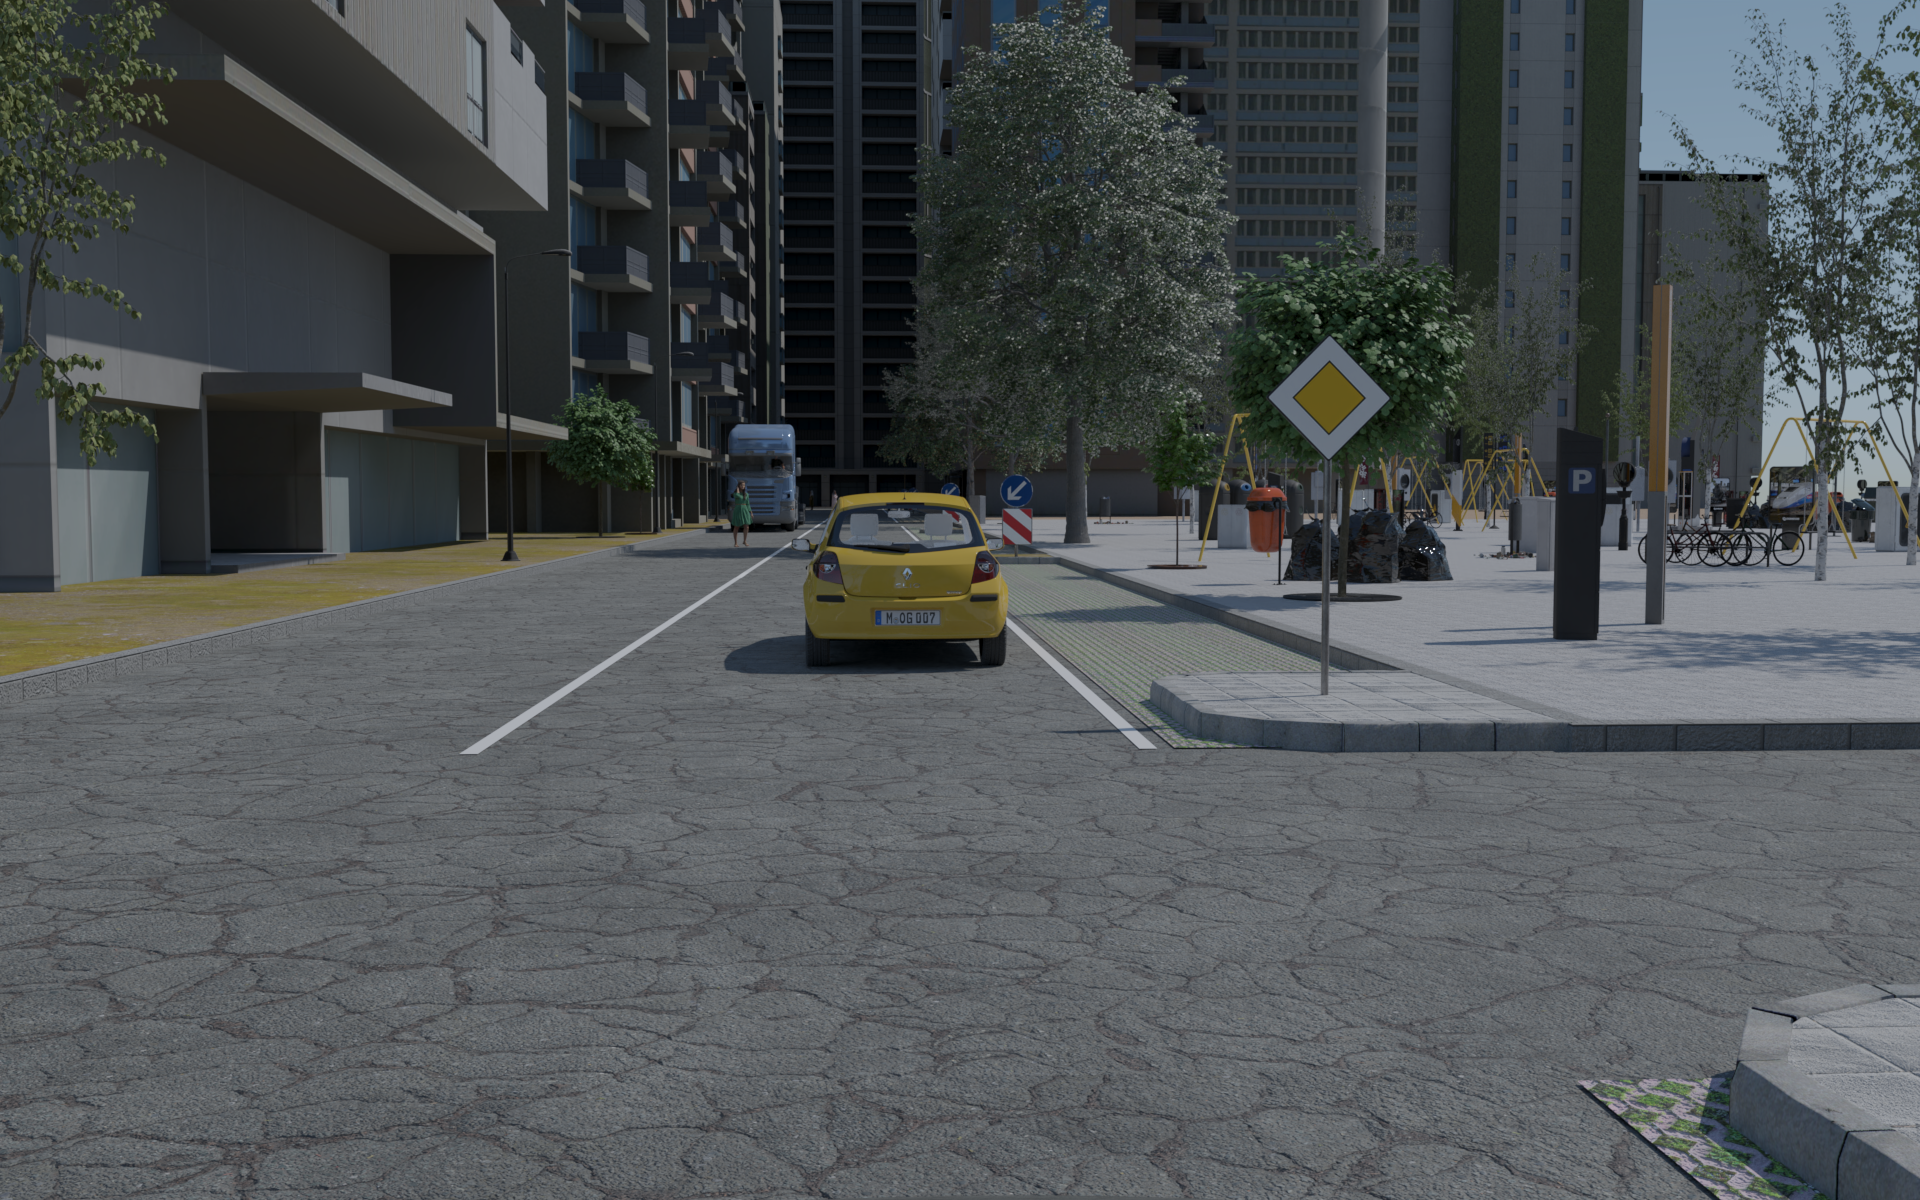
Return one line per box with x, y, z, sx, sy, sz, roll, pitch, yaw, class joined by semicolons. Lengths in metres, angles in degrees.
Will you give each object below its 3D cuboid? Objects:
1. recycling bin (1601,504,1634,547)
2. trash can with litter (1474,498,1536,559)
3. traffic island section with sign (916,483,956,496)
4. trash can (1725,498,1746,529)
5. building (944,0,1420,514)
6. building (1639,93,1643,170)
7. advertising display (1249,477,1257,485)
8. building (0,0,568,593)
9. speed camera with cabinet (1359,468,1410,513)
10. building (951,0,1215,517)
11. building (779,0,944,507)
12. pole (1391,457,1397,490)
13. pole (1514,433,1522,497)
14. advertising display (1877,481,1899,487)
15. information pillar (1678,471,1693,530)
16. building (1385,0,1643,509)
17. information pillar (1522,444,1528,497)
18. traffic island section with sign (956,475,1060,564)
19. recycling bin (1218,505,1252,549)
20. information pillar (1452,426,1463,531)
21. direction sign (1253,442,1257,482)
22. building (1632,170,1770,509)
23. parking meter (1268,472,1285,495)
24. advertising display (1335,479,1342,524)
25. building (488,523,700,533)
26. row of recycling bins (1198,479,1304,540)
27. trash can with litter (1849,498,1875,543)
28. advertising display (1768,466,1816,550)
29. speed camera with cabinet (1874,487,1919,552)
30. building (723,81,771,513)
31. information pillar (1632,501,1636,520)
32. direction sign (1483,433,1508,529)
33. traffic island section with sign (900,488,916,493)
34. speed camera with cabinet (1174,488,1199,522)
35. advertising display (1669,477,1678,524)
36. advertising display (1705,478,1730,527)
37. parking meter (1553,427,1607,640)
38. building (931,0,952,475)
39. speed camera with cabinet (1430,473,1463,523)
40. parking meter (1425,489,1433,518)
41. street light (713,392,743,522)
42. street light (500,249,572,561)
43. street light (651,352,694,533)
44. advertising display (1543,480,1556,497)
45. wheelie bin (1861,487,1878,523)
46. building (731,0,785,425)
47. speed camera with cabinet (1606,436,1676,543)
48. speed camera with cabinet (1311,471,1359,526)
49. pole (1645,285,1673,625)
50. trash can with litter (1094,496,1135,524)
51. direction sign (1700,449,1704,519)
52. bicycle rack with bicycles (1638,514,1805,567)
16.179;-1.841;42.662;0.722;1.027;0.722;2;4;24;recycling bin
10.983;-1.459;34.912;1.678;1.210;2.233;2;4;32;trash can with litter
-0.490;-3.353;63.456;1.989;1.847;2.006;0;4;-3;traffic island section with sign
28.588;-3.194;63.871;0.748;1.137;0.748;0;3;0;trash can
15.101;-26.382;123.219;32.217;40.220;23.993;0;4;-3;building
60.554;-30.345;179.741;14.086;41.232;14.154;0;4;-3;building
10.911;-3.628;64.527;0.123;1.923;0.974;1;4;19;advertising display
-23.529;-27.117;32.595;28.713;52.752;27.495;0;4;-3;building
15.068;-4.082;61.077;2.038;3.252;0.660;-3;5;-41;speed camera with cabinet
6.755;-27.728;103.464;14.600;45.320;14.200;0;4;-3;building
-8.597;-45.293;178.799;20.611;71.187;20.563;0;4;-3;building
13.091;-3.572;52.238;0.158;3.312;0.155;0;3;0;pole
18.639;-3.917;57.892;0.158;3.312;0.155;0;3;0;pole
45.057;-4.827;84.142;0.123;1.923;0.974;-2;4;-32;advertising display
23.505;-3.159;56.148;0.304;2.012;0.304;-1;4;-8;information pillar
42.497;-37.375;153.080;28.212;58.520;21.231;0;4;-3;building
26.134;-5.429;80.123;0.183;3.616;0.504;0;4;-1;information pillar
1.006;-1.671;35.949;1.989;1.847;2.006;0;4;-3;traffic island section with sign
6.557;-1.741;41.018;0.722;1.027;0.722;2;4;29;recycling bin
17.222;-4.196;59.959;0.183;3.616;0.504;-1;4;-16;information pillar
10.399;-4.228;61.128;0.379;3.537;0.876;1;4;17;direction sign
63.447;-23.651;158.389;14.107;30.474;14.160;0;4;-3;building
8.301;-2.433;45.491;0.399;1.863;0.255;2;4;34;parking meter
16.434;-4.232;74.406;0.123;1.923;0.974;3;5;43;advertising display
-20.696;-25.354;69.157;22.147;44.769;28.867;0;4;-3;building
8.216;-2.563;49.013;3.534;1.692;1.069;-2;4;-31;row of recycling bins
24.103;-2.107;45.843;0.624;1.170;1.055;-2;4;-25;trash can with litter
19.176;-2.124;39.937;0.974;1.923;0.123;3;5;40;advertising display
21.477;-2.710;38.650;2.038;3.252;0.660;-1;4;-18;speed camera with cabinet
-20.734;-21.387;121.384;14.160;30.474;14.107;0;4;-3;building
32.998;-4.926;85.027;0.304;2.012;0.304;0;4;3;information pillar
19.745;-4.399;63.913;0.876;3.537;0.379;0;3;0;direction sign
-4.630;-8.032;139.947;1.989;1.847;2.006;0;4;-3;traffic island section with sign
10.830;-5.261;80.357;2.038;3.252;0.660;-3;4;-39;speed camera with cabinet
25.881;-3.580;63.753;0.974;1.923;0.123;0;4;8;advertising display
29.478;-3.804;67.413;0.974;1.923;0.123;0;4;-7;advertising display
5.464;-0.585;15.270;0.399;1.863;0.255;1;4;10;parking meter
11.435;-34.203;148.449;28.713;52.752;27.495;0;4;-3;building
21.363;-4.997;76.044;0.660;3.252;2.038;-1;4;-10;speed camera with cabinet
23.359;-4.760;86.230;0.372;1.533;0.369;0;3;0;parking meter
-10.609;-6.528;79.268;1.470;5.913;1.316;0;4;-3;street light
-8.063;-3.698;33.000;1.470;5.913;1.316;0;4;-3;street light
-9.413;-5.151;56.766;1.470;5.913;1.316;0;4;-3;street light
28.104;-4.700;82.060;0.974;1.923;0.123;0;4;3;advertising display
40.850;-4.259;77.537;0.980;1.594;0.693;3;5;39;wheelie bin
-26.289;-32.164;149.581;21.600;48.544;21.300;0;4;-3;building
17.642;-3.120;45.354;2.038;3.252;0.660;1;4;21;speed camera with cabinet
15.168;-4.601;69.554;2.038;3.252;0.660;1;4;17;speed camera with cabinet
6.871;-1.418;17.027;0.158;3.312;0.155;0;3;0;pole
6.609;-3.858;74.134;2.233;1.210;1.678;-2;4;-25;trash can with litter
37.467;-5.854;87.717;0.379;3.537;0.876;0;4;5;direction sign
13.638;-1.092;31.231;2.925;0.926;2.852;1;4;14;bicycle rack with bicycles
